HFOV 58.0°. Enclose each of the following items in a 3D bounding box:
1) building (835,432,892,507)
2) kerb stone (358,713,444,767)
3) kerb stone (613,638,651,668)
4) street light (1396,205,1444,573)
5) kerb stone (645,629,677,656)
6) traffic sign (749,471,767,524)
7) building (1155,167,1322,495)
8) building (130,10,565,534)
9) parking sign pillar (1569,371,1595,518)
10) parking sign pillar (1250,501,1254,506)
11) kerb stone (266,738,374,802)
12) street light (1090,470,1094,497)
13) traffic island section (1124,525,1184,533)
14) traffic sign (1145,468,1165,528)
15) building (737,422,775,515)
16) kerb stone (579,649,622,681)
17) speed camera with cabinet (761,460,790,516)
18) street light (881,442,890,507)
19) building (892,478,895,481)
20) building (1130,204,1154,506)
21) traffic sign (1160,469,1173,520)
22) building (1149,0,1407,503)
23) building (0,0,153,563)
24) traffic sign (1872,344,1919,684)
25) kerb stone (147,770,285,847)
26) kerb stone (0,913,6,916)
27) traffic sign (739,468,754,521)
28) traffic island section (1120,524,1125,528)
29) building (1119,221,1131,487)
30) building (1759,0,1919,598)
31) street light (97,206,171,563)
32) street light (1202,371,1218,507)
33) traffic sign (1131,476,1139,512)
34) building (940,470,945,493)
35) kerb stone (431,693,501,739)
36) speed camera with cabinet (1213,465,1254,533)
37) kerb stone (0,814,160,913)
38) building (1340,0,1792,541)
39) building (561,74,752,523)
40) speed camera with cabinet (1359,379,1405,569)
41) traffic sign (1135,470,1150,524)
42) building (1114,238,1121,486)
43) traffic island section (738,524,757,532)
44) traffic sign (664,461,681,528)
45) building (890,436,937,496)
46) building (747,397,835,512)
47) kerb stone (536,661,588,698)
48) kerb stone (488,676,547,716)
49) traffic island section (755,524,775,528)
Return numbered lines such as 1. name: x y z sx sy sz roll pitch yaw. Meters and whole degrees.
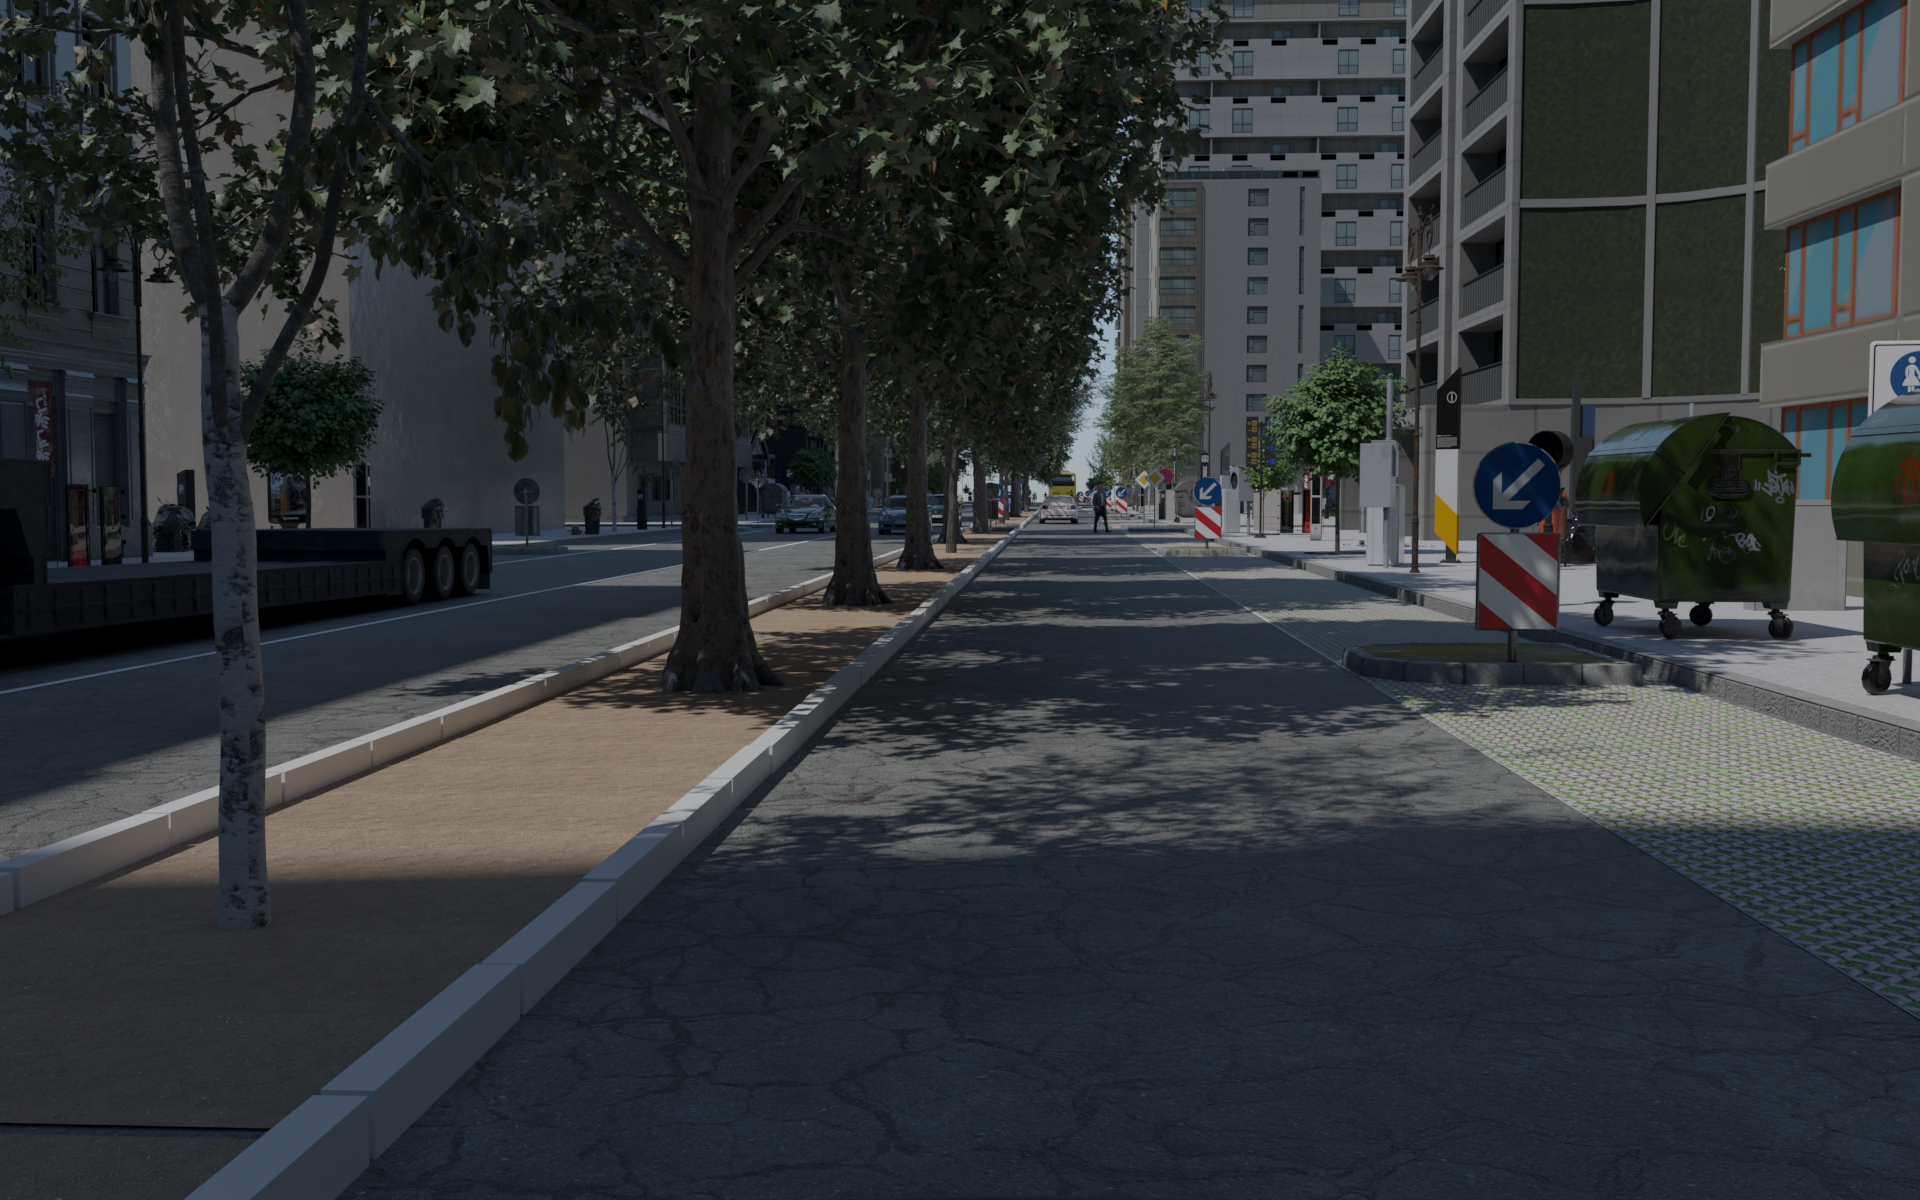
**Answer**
1. building: -21.653 -19.565 164.919 27.650 21.520 28.899 0 4 3
2. kerb stone: -3.090 0.776 9.521 0.120 0.150 1.000 0 4 3
3. kerb stone: -2.804 0.463 14.625 0.120 0.150 1.000 0 4 3
4. street light: 7.403 -3.378 28.018 0.468 5.910 1.993 0 4 3
5. kerb stone: -2.750 0.400 15.648 0.120 0.150 1.000 0 4 3
6. traffic sign: -8.671 -4.320 74.279 0.795 2.450 0.064 0 4 3
7. building: 24.756 -23.580 157.236 14.160 30.474 14.107 0 4 3
8. building: -32.064 -15.285 54.418 34.151 26.468 19.350 0 4 3
9. parking sign pillar: 13.892 -3.075 38.752 1.447 3.967 1.447 1 4 17
10. parking sign pillar: 23.968 -9.406 142.266 1.447 3.967 1.447 -3 4 -38
11. kerb stone: -3.148 0.838 8.499 0.120 0.150 1.000 0 4 3
12. street light: 23.162 -20.460 307.301 0.468 5.910 1.993 0 4 3
13. traffic island section: 7.370 -2.639 65.436 2.009 0.180 2.903 0 4 3
14. traffic sign: 7.346 -3.775 65.360 0.795 2.450 0.064 0 4 3
15. building: -20.440 -14.806 109.534 16.820 18.784 16.811 0 4 3
16. kerb stone: -2.862 0.525 13.604 0.120 0.150 1.000 0 4 3
17. speed camera with cabinet: -10.692 -6.486 100.389 2.038 3.252 0.660 3 5 45
18. street light: -6.520 -10.745 148.468 0.468 5.910 1.993 0 4 3
19. building: -21.732 -36.907 192.675 28.713 52.752 27.495 0 4 3
20. building: 30.758 -40.547 204.941 21.231 58.520 28.212 0 4 3
21. traffic sign: 10.308 -5.312 86.949 0.768 2.556 0.104 1 4 10
22. building: 33.466 -35.940 176.861 28.713 52.752 27.495 0 4 3
23. building: -21.858 -10.849 26.529 9.793 20.994 18.267 0 4 3
24. traffic sign: 6.396 -0.581 11.629 0.606 2.300 0.079 1 4 10
25. kerb stone: -3.211 0.900 7.479 0.120 0.150 1.000 0 4 3
26. kerb stone: -3.322 1.035 5.420 0.120 0.150 1.000 0 4 3
27. traffic sign: -10.275 -5.088 83.299 0.768 2.556 0.104 1 4 10
28. traffic island section: 7.820 -3.127 73.409 2.009 0.180 2.903 0 4 3
29. building: 29.551 -36.181 241.671 14.600 45.320 14.200 0 4 3
30. building: 24.324 -10.021 8.878 27.650 21.520 28.899 0 4 3
31. street light: -13.334 -3.388 28.175 0.468 5.910 1.993 0 4 3
32. street light: 9.332 -5.631 64.847 0.468 5.910 1.993 0 4 3
33. traffic sign: 12.387 -7.420 121.416 0.768 2.556 0.104 1 4 9
34. building: -15.460 -27.045 287.230 27.650 21.520 28.899 0 4 3
35. kerb stone: -3.028 0.714 10.542 0.120 0.150 1.000 0 4 3
36. speed camera with cabinet: 8.910 -3.801 56.486 0.660 3.252 2.038 -1 4 -15
37. kerb stone: -3.260 0.963 6.451 0.120 0.150 1.000 0 4 3
38. building: 23.171 -37.377 49.372 20.563 71.187 20.611 0 4 3
39. building: -19.715 -18.061 88.810 14.314 27.812 24.014 0 4 3
40. speed camera with cabinet: 7.470 -2.219 30.611 0.660 3.252 2.038 1 4 21
41. traffic sign: 7.796 -4.262 73.333 0.795 2.450 0.064 0 4 3
42. building: 37.213 -38.964 291.688 22.147 44.769 28.867 0 4 3
43. traffic island section: -9.145 -2.697 66.370 2.009 0.180 2.903 0 4 3
44. traffic sign: -11.047 -4.048 66.283 0.768 2.556 0.104 1 4 9
45. building: -10.518 -37.556 264.146 14.600 45.320 14.200 0 4 3
46. building: -16.609 -18.435 131.088 12.332 23.373 15.834 0 4 3
47. kerb stone: -2.917 0.588 12.583 0.120 0.150 1.000 0 4 3
48. kerb stone: -2.979 0.654 11.563 0.120 0.150 1.000 0 4 3
49. traffic island section: -8.695 -3.184 74.342 2.009 0.180 2.903 0 4 3
